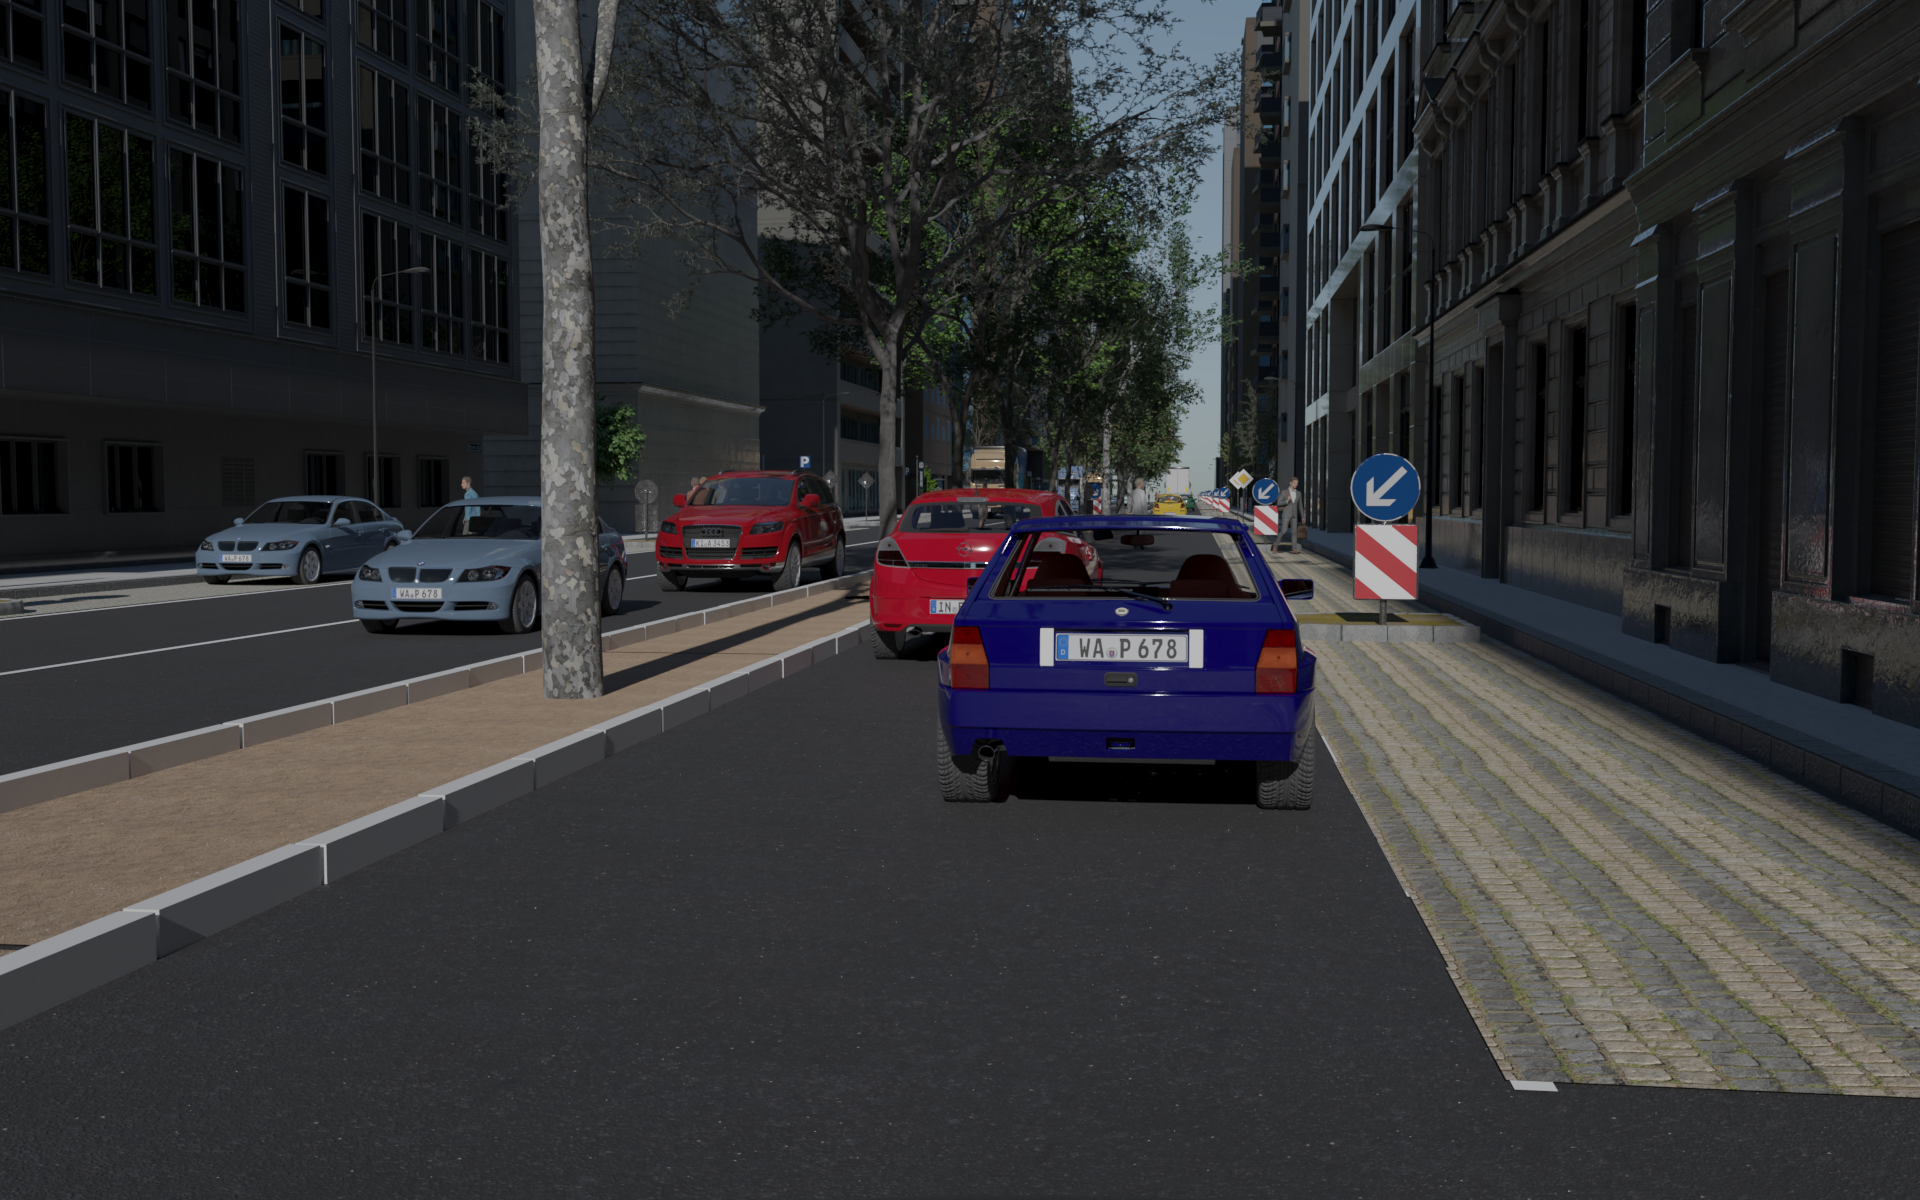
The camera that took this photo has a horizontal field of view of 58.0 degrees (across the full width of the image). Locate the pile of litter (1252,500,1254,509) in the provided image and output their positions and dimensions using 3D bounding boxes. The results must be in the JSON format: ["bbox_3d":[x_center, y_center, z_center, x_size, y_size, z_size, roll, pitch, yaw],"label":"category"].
[{"bbox_3d":[24.915,-8.219,148.351,1.176,0.858,1.719,0,4,8],"label":"pile of litter"}]

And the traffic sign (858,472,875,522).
[{"bbox_3d":[-4.283,-4.626,79.271,0.795,2.450,0.064,0,4,8],"label":"traffic sign"}]

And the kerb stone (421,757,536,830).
[{"bbox_3d":[-2.187,0.875,7.882,0.120,0.150,1.000,0,4,8],"label":"kerb stone"}]

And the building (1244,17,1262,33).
[{"bbox_3d":[33.023,-31.202,160.263,14.600,45.320,14.200,0,4,8],"label":"building"}]

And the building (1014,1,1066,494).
[{"bbox_3d":[5.098,-57.442,251.854,22.319,86.520,31.000,0,4,8],"label":"building"}]

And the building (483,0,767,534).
[{"bbox_3d":[-30.505,-17.674,65.377,44.131,29.872,17.030,0,4,8],"label":"building"}]

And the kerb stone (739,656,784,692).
[{"bbox_3d":[-1.513,0.564,12.979,0.120,0.150,1.000,0,4,8],"label":"kerb stone"}]

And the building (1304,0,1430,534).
[{"bbox_3d":[20.965,-15.016,50.024,19.350,26.468,34.151,0,4,8],"label":"building"}]

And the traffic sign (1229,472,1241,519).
[{"bbox_3d":[12.362,-4.489,77.039,0.795,2.450,0.064,0,4,8],"label":"traffic sign"}]

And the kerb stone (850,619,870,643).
[{"bbox_3d":[-0.966,0.315,17.049,0.120,0.150,1.000,0,4,8],"label":"kerb stone"}]

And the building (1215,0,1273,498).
[{"bbox_3d":[54.687,-59.829,290.880,22.319,86.520,31.000,0,4,8],"label":"building"}]

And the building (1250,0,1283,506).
[{"bbox_3d":[32.140,-28.638,122.852,22.147,44.769,28.867,0,4,8],"label":"building"}]

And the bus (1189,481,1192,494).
[{"bbox_3d":[34.547,-17.010,269.660,2.896,3.916,12.252,1,4,9],"label":"bus"}]

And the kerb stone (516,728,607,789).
[{"bbox_3d":[-2.052,0.813,8.898,0.120,0.150,1.000,0,4,8],"label":"kerb stone"}]

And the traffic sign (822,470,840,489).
[{"bbox_3d":[-5.338,-4.141,71.355,0.795,2.450,0.064,0,4,8],"label":"traffic sign"}]

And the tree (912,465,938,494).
[{"bbox_3d":[-2.192,-7.393,115.480,1.663,3.219,1.824,0,3,0],"label":"tree"}]

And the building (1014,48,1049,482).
[{"bbox_3d":[-3.518,-38.000,210.533,28.713,52.752,27.495,0,4,8],"label":"building"}]

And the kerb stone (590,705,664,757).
[{"bbox_3d":[-1.920,0.751,9.918,0.120,0.150,1.000,0,4,8],"label":"kerb stone"}]

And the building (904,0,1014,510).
[{"bbox_3d":[-3.033,-30.360,146.494,14.600,45.320,14.200,0,4,8],"label":"building"}]

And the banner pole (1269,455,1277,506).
[{"bbox_3d":[20.002,-7.372,110.546,0.401,3.779,0.863,-2,4,-35],"label":"banner pole"}]

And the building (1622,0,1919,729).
[{"bbox_3d":[9.571,-9.587,5.894,9.793,20.994,18.267,0,4,8],"label":"building"}]

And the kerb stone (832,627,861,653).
[{"bbox_3d":[-1.095,0.383,16.032,0.120,0.150,1.000,0,4,8],"label":"kerb stone"}]

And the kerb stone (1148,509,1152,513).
[{"bbox_3d":[15.776,-7.362,142.571,0.120,0.150,1.000,0,4,8],"label":"kerb stone"}]

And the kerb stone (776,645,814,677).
[{"bbox_3d":[-1.369,0.501,14.003,0.120,0.150,1.000,0,4,8],"label":"kerb stone"}]

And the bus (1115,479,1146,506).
[{"bbox_3d":[20.479,-12.958,206.730,2.948,3.499,13.247,1,4,10],"label":"bus"}]

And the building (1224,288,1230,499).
[{"bbox_3d":[43.987,-28.756,241.869,14.160,30.474,14.107,0,4,8],"label":"building"}]

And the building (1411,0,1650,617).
[{"bbox_3d":[12.574,-9.776,24.460,10.561,19.102,19.286,0,4,8],"label":"building"}]

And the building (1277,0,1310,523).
[{"bbox_3d":[26.768,-28.232,85.288,21.600,48.544,21.300,0,4,8],"label":"building"}]

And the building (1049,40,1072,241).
[{"bbox_3d":[9.550,-51.388,278.441,20.563,71.187,20.611,0,4,8],"label":"building"}]

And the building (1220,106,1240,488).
[{"bbox_3d":[50.126,-44.028,261.850,21.231,58.520,28.212,0,4,8],"label":"building"}]

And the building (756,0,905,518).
[{"bbox_3d":[-15.405,-29.036,98.441,21.300,48.544,21.600,0,4,8],"label":"building"}]

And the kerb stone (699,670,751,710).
[{"bbox_3d":[-1.648,0.628,11.966,0.120,0.150,1.000,0,4,8],"label":"kerb stone"}]

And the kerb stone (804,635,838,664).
[{"bbox_3d":[-1.236,0.439,15.018,0.120,0.150,1.000,0,4,8],"label":"kerb stone"}]

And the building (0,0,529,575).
[{"bbox_3d":[-19.561,-14.702,33.889,14.314,27.812,24.014,0,4,8],"label":"building"}]

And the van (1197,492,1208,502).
[{"bbox_3d":[40.942,-17.434,292.048,2.013,2.044,4.112,0,4,7],"label":"van"}]

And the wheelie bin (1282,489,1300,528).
[{"bbox_3d":[12.611,-3.557,66.061,0.693,1.594,0.980,0,4,5],"label":"wheelie bin"}]

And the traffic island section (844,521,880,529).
[{"bbox_3d":[-4.307,-3.490,79.335,2.009,0.180,2.903,0,4,8],"label":"traffic island section"}]

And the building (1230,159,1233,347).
[{"bbox_3d":[41.017,-34.703,217.497,14.600,45.320,14.200,0,4,8],"label":"building"}]

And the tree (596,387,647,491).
[{"bbox_3d":[-11.094,-4.207,52.497,4.285,4.588,4.351,0,3,0],"label":"tree"}]

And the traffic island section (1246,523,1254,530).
[{"bbox_3d":[12.386,-3.354,77.113,2.009,0.180,2.903,0,4,8],"label":"traffic island section"}]

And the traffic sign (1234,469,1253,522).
[{"bbox_3d":[11.306,-4.005,69.123,0.795,2.450,0.064,0,4,8],"label":"traffic sign"}]

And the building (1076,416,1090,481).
[{"bbox_3d":[15.098,-39.517,296.220,14.600,45.320,14.200,0,4,8],"label":"building"}]

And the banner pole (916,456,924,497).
[{"bbox_3d":[-2.642,-7.548,113.425,0.401,3.779,0.863,3,5,43],"label":"banner pole"}]

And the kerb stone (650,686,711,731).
[{"bbox_3d":[-1.783,0.691,10.938,0.120,0.150,1.000,0,4,8],"label":"kerb stone"}]

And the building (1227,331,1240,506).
[{"bbox_3d":[44.519,-21.449,195.731,27.650,21.520,28.899,0,4,8],"label":"building"}]

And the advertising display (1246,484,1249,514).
[{"bbox_3d":[18.789,-6.612,113.327,0.123,1.923,0.974,0,4,5],"label":"advertising display"}]
